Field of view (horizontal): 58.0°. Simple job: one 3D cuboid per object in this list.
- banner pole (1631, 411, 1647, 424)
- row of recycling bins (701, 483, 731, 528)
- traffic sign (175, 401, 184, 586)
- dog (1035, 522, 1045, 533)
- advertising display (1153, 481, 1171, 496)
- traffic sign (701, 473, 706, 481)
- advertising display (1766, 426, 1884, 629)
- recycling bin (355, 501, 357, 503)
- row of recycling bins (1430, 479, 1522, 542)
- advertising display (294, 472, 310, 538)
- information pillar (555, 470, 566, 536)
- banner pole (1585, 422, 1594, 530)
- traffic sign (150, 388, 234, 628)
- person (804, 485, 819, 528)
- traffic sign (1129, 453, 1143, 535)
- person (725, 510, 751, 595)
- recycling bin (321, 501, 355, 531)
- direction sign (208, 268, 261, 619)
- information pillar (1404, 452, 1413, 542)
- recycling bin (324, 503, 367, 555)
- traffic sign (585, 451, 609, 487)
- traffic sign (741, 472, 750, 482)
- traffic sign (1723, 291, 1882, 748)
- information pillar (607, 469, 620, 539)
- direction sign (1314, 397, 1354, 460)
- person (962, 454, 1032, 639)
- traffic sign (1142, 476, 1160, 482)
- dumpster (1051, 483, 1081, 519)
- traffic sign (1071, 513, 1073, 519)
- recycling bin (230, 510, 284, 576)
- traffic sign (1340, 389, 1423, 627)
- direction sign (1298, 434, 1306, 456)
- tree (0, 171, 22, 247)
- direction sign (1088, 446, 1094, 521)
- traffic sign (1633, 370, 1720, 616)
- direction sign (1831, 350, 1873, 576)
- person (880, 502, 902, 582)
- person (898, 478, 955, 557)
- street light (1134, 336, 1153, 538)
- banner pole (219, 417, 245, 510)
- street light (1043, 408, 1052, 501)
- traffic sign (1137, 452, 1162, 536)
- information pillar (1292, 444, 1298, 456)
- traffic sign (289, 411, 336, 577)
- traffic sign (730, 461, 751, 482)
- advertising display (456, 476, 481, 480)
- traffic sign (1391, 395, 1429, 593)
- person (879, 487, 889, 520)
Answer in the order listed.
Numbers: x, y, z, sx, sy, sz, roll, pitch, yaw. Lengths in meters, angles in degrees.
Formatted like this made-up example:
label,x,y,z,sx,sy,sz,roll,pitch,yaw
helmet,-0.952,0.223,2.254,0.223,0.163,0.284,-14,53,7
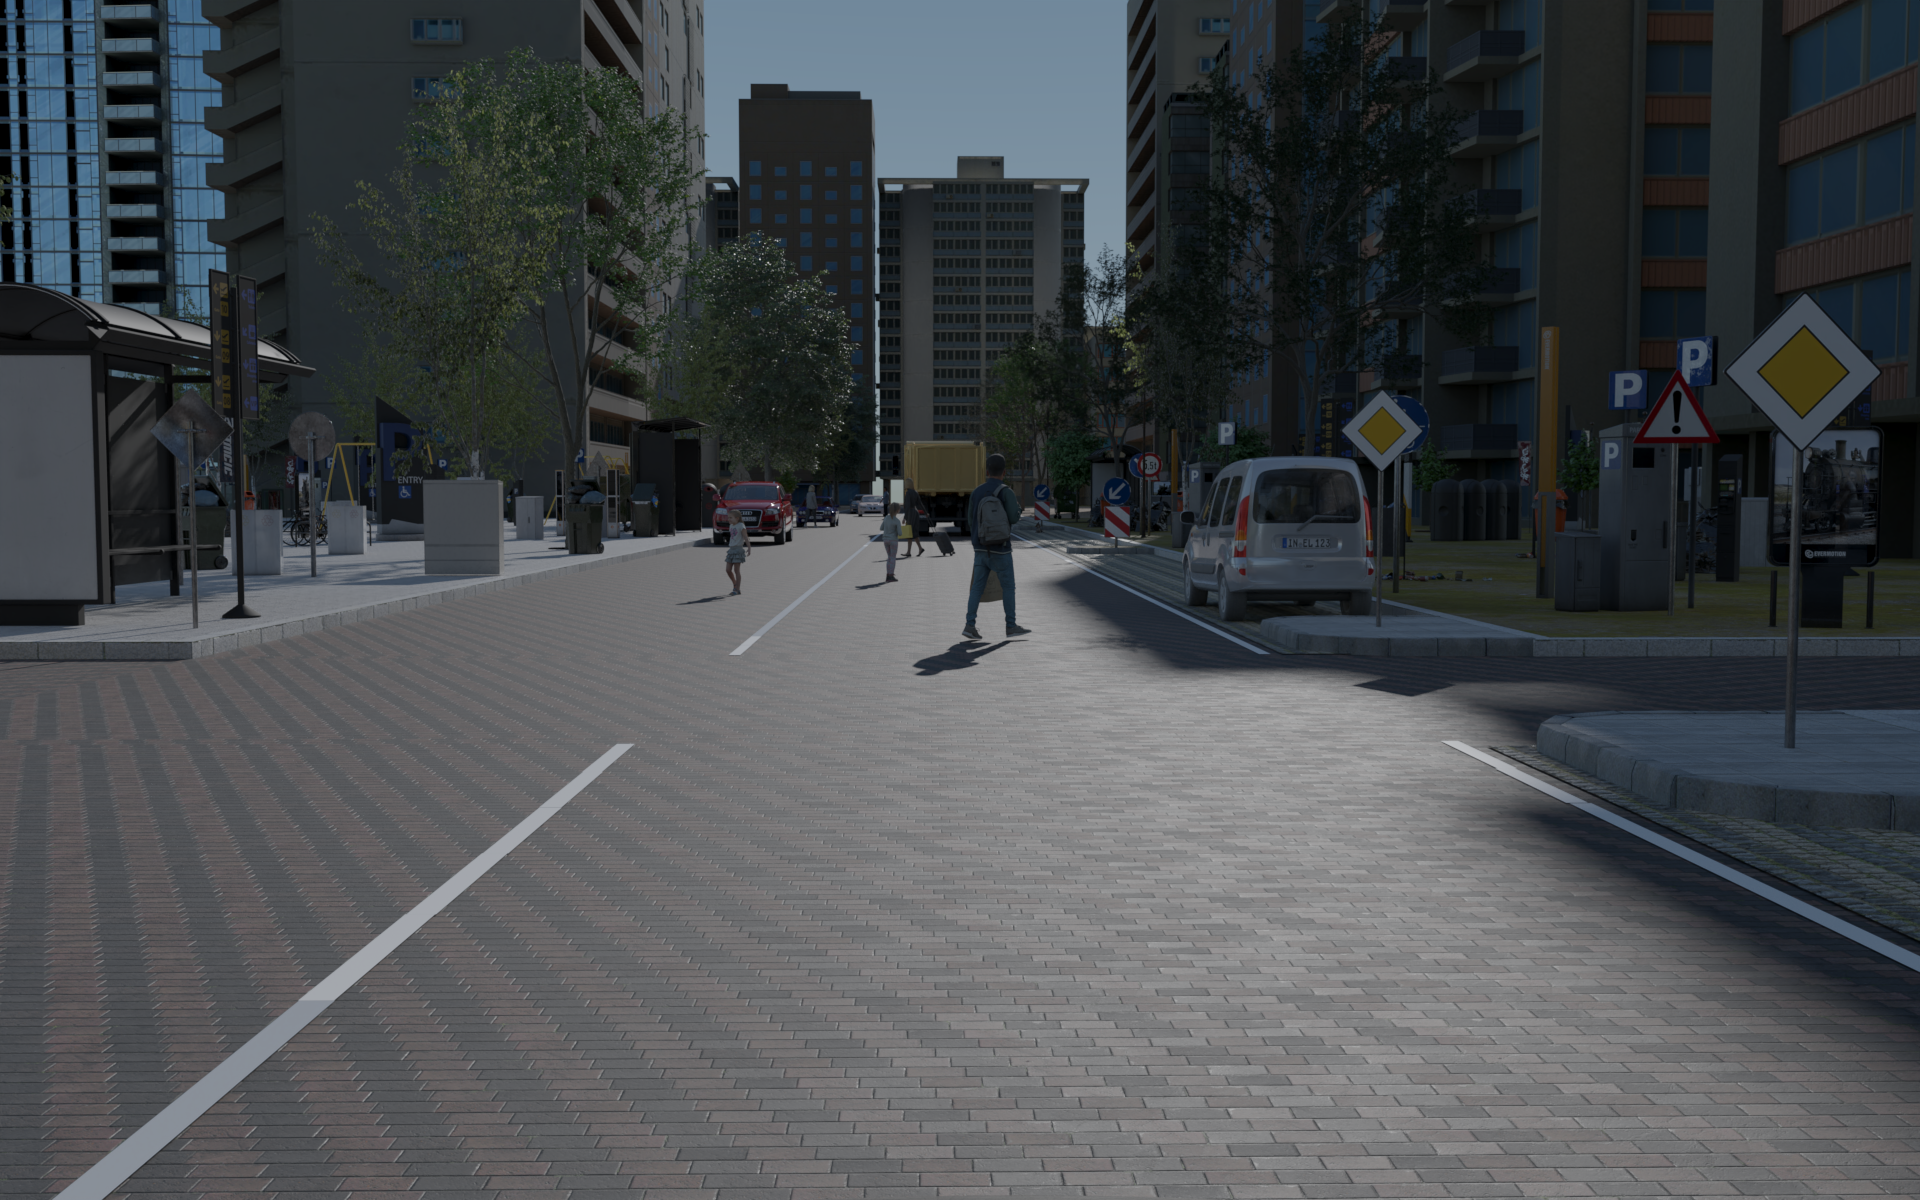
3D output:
label,x,y,z,sx,sy,sz,roll,pitch,yaw
banner pole,20.650,-3.837,52.750,0.401,3.779,0.863,-1,4,-19
row of recycling bins,-10.122,-3.622,66.331,3.534,1.692,1.069,-2,4,-24
traffic sign,-10.934,-1.482,24.240,0.884,2.594,0.081,0,4,3
dog,2.970,-2.655,63.600,0.748,0.427,0.550,-3,5,-41
advertising display,9.924,-4.876,84.935,0.974,1.923,0.123,2,4,31
traffic sign,-10.987,-4.398,71.912,0.884,2.594,0.081,0,4,2
advertising display,8.261,-0.695,16.573,0.974,1.923,0.123,1,4,15
recycling bin,-23.625,-3.313,66.729,0.722,1.027,0.722,-1,4,-23
row of recycling bins,14.374,-2.499,47.978,3.534,1.692,1.069,-3,4,-38
advertising display,-19.197,-2.782,50.704,0.123,1.923,0.974,0,4,3
information pillar,-12.162,-2.970,53.049,0.304,2.012,0.304,2,4,31
banner pole,21.711,-4.276,59.922,0.863,3.779,0.401,-3,5,-41
traffic sign,-7.300,-0.786,16.486,0.795,2.450,0.064,0,4,-1
person,-6.281,-3.909,72.587,0.728,1.800,0.709,-3,5,-44
traffic sign,5.666,-3.307,54.173,0.768,2.556,0.104,0,4,4
person,-3.121,-0.681,24.655,0.505,1.210,0.382,3,5,40
recycling bin,-20.997,-2.797,58.288,0.722,1.027,0.722,3,4,38
direction sign,-7.468,-1.584,17.895,0.379,3.537,0.876,0,4,6
information pillar,11.923,-3.347,46.076,0.183,3.616,0.504,0,4,-1
recycling bin,-13.084,-1.494,36.985,0.722,1.027,0.722,-1,4,-13
traffic sign,-10.821,-3.174,51.897,0.884,2.594,0.081,0,4,7
traffic sign,-11.368,-5.532,90.548,0.768,2.556,0.104,0,4,1
traffic sign,4.191,-0.309,8.692,0.795,2.450,0.064,0,4,-1
information pillar,-10.003,-2.782,49.980,0.304,2.012,0.304,0,4,5
direction sign,8.873,-2.988,40.854,0.876,3.537,0.379,3,5,44
person,0.306,-0.521,17.002,0.713,1.824,0.794,-3,4,-36
traffic sign,8.051,-4.492,73.446,0.884,2.594,0.081,0,4,8
dumpster,5.470,-5.290,88.979,1.502,2.255,1.985,0,4,-1
traffic sign,5.878,-5.541,90.707,0.768,2.556,0.104,0,4,5
recycling bin,-11.190,-0.919,27.583,0.722,1.027,0.722,-1,4,-18
traffic sign,4.043,-0.797,16.675,0.795,2.450,0.064,0,4,-1
direction sign,13.097,-4.464,64.989,0.876,3.537,0.379,2,4,35
tree,-16.233,-4.559,24.901,4.737,8.622,4.395,0,3,0
direction sign,6.146,-5.448,81.064,0.876,3.537,0.379,3,5,44
traffic sign,7.511,-1.114,18.225,0.884,2.594,0.081,0,4,4
direction sign,13.951,-2.150,27.155,0.876,3.537,0.379,-2,4,-26
person,-1.112,-0.954,28.373,0.425,1.301,0.394,1,4,21
person,-0.790,-1.902,39.816,1.509,1.804,0.699,-2,4,-29
street light,5.402,-4.770,50.781,0.468,5.910,1.993,0,4,-1
banner pole,-19.041,-3.388,45.419,0.863,3.779,0.401,0,4,6
street light,4.624,-7.245,91.249,0.468,5.910,1.993,0,4,-1
traffic sign,5.793,-3.233,52.959,0.768,2.556,0.104,0,4,3
information pillar,15.683,-5.501,81.292,0.183,3.616,0.504,-1,4,-14
traffic sign,-9.991,-1.627,26.701,0.768,2.556,0.104,0,4,8
traffic sign,-8.635,-4.165,68.108,0.884,2.594,0.081,0,4,6
advertising display,-17.541,-3.471,61.963,0.974,1.923,0.123,-2,4,-27
traffic sign,5.656,-1.363,22.395,0.768,2.556,0.104,0,4,6
person,-4.122,-5.320,95.467,0.705,1.826,1.348,1,4,16
